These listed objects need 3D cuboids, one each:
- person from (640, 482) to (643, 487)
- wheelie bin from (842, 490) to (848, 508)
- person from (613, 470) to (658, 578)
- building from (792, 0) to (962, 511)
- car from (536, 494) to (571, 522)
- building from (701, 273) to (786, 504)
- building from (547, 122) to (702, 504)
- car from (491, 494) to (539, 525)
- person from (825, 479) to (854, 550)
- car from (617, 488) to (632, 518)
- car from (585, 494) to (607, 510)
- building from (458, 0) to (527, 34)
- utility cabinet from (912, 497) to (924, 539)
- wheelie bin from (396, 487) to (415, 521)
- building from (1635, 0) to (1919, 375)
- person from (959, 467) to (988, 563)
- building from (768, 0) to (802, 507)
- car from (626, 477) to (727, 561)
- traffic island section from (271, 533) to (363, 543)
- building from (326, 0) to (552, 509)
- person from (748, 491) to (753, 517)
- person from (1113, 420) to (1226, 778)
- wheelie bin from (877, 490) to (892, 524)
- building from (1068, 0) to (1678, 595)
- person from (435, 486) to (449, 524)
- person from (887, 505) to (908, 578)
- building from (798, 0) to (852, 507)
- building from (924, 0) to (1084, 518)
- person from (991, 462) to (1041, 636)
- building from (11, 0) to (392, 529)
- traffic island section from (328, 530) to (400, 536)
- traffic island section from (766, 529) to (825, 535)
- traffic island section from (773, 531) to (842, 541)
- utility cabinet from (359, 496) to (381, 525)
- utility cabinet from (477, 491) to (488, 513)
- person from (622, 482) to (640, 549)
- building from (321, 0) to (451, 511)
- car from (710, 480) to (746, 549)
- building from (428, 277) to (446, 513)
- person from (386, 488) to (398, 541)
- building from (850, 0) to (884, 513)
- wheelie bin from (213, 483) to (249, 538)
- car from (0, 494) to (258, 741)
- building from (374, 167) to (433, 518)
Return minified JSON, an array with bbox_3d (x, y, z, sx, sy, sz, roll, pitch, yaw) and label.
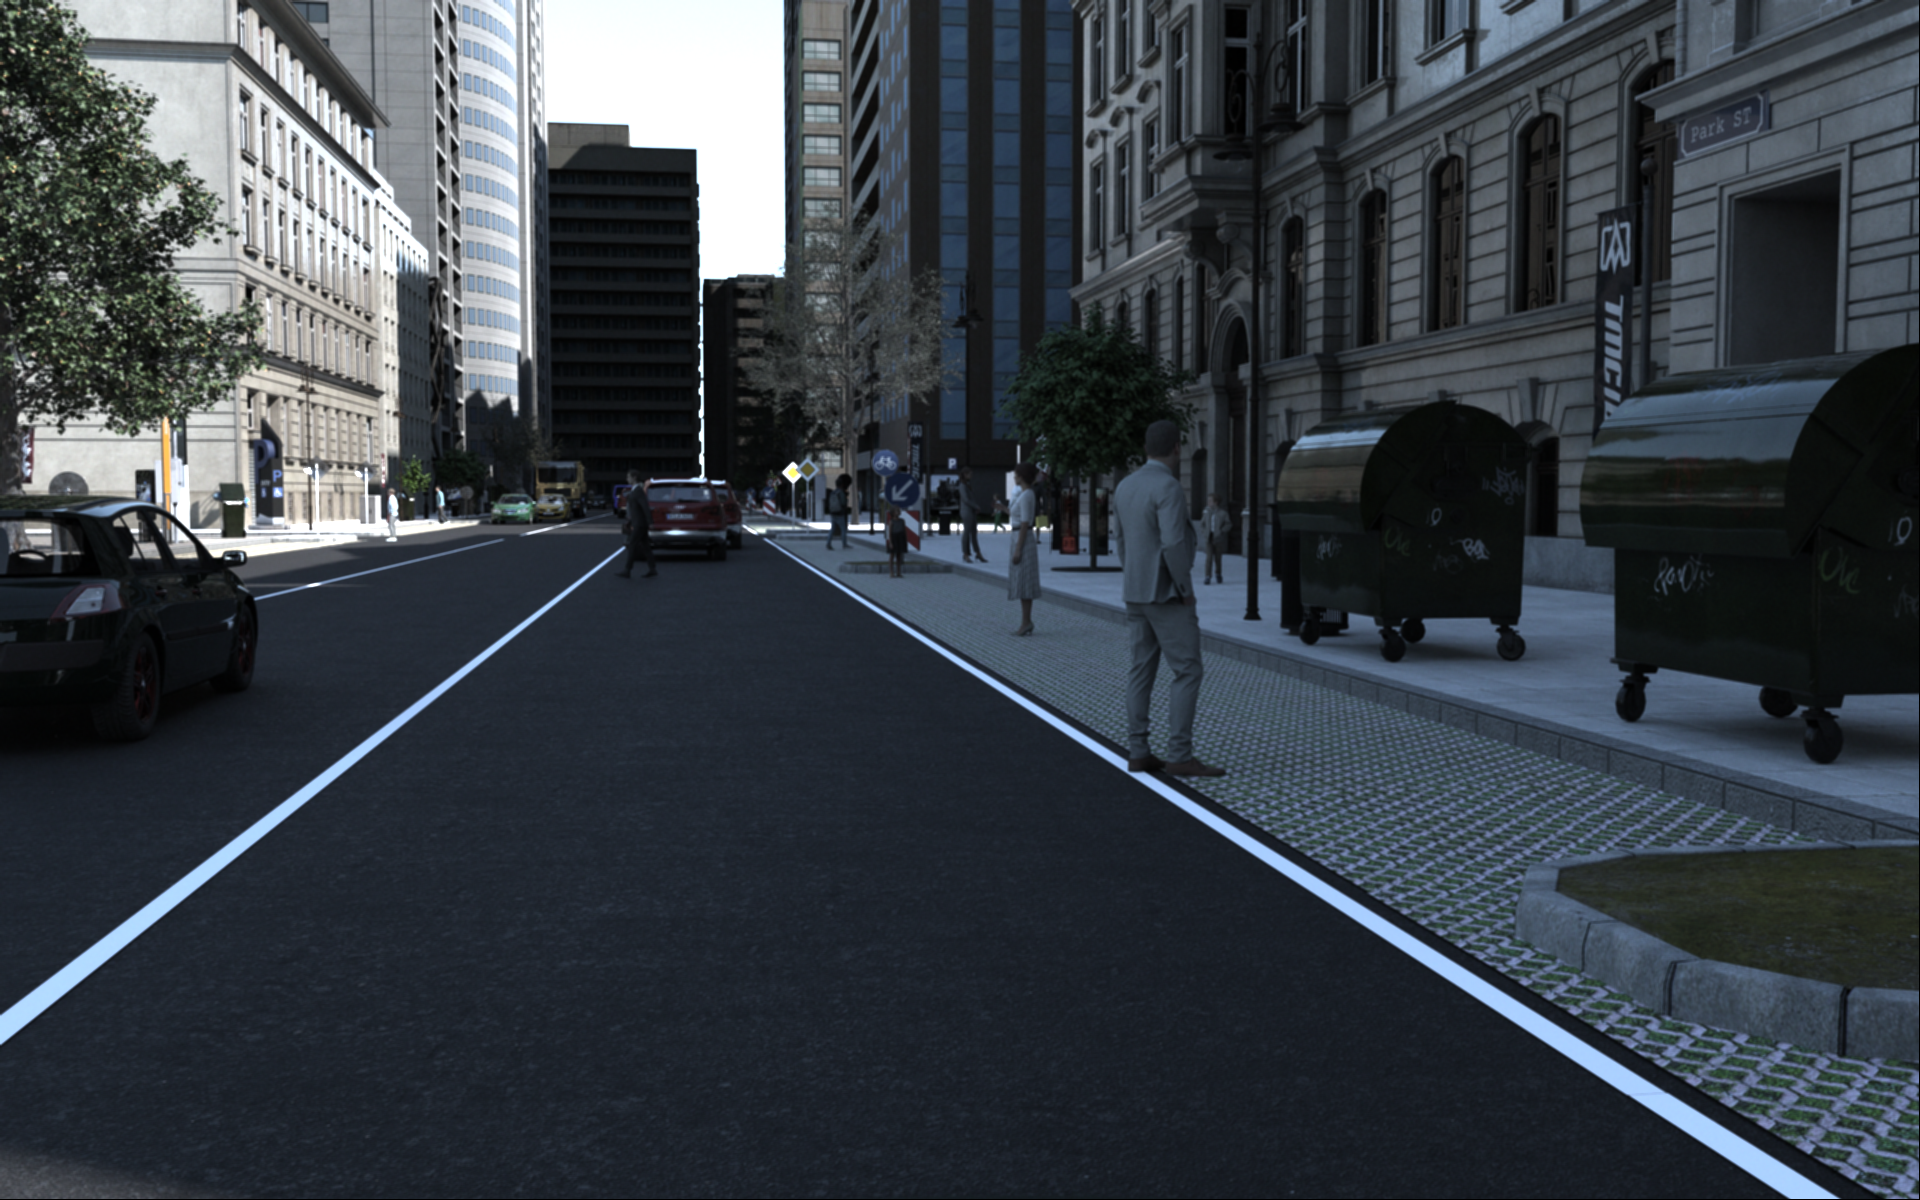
[{"bbox_3d":[-10.090,-2.800,54.468,0.537,1.800,0.526,-1,4,-11],"label":"person"},{"bbox_3d":[-7.116,-5.874,103.955,0.693,1.594,0.980,-2,4,-31],"label":"wheelie bin"},{"bbox_3d":[-5.561,-1.307,29.651,0.755,1.850,0.659,0,4,-6],"label":"person"},{"bbox_3d":[-8.297,-31.348,162.643,14.600,45.320,14.200,-1,4,-9],"label":"building"},{"bbox_3d":[-20.986,-4.821,89.040,2.015,1.641,3.980,-1,4,-8],"label":"car"},{"bbox_3d":[-27.181,-28.035,230.069,14.107,30.474,14.160,-1,4,-9],"label":"building"},{"bbox_3d":[-45.320,-37.067,229.741,21.600,48.544,21.300,-1,4,-9],"label":"building"},{"bbox_3d":[-21.292,-4.351,82.941,2.131,1.459,4.920,0,4,-8],"label":"car"},{"bbox_3d":[-3.102,-2.168,43.928,0.713,1.824,0.794,-2,4,-25],"label":"person"},{"bbox_3d":[-19.508,-5.841,104.167,2.281,1.827,5.304,-1,4,-9],"label":"car"},{"bbox_3d":[-33.431,-9.140,159.218,2.009,1.686,4.222,-1,4,-10],"label":"car"},{"bbox_3d":[-53.263,-38.159,165.891,21.231,58.520,28.212,-1,4,-9],"label":"building"},{"bbox_3d":[-1.195,-2.346,49.519,0.306,1.237,1.020,0,4,0],"label":"utility cabinet"},{"bbox_3d":[-25.986,-4.477,81.106,0.693,1.594,0.980,0,4,5],"label":"wheelie bin"},{"bbox_3d":[13.677,-10.521,8.183,11.583,22.565,21.152,-1,4,-9],"label":"building"},{"bbox_3d":[0.257,-1.597,32.433,0.573,1.790,0.520,0,4,-4],"label":"person"},{"bbox_3d":[-11.676,-46.573,199.726,20.563,71.187,20.611,-1,4,-9],"label":"building"},{"bbox_3d":[-6.345,-1.849,38.910,2.281,1.827,5.304,-1,4,-10],"label":"car"},{"bbox_3d":[-19.413,-1.834,52.273,2.009,0.180,2.903,-1,4,-9],"label":"traffic island section"},{"bbox_3d":[-57.105,-46.168,193.097,20.611,71.187,20.563,-1,4,-9],"label":"building"},{"bbox_3d":[-12.883,-5.887,106.561,0.330,1.601,0.589,1,4,8],"label":"person"},{"bbox_3d":[1.020,-0.016,8.866,0.391,1.810,0.635,-2,4,-34],"label":"person"},{"bbox_3d":[-3.218,-4.097,74.896,0.693,1.594,0.980,-1,4,-12],"label":"wheelie bin"},{"bbox_3d":[11.242,-13.264,35.958,14.460,24.649,34.723,-1,4,-9],"label":"building"},{"bbox_3d":[-24.255,-4.436,81.043,0.620,1.820,0.660,-2,4,-33],"label":"person"},{"bbox_3d":[-1.059,-1.003,29.575,0.362,1.253,0.373,-2,4,-27],"label":"person"},{"bbox_3d":[-6.738,-28.392,147.811,14.154,41.232,14.086,-1,4,-9],"label":"building"},{"bbox_3d":[3.310,-27.003,91.604,14.600,45.320,14.200,-1,4,-9],"label":"building"},{"bbox_3d":[0.557,-0.512,17.449,0.524,1.755,0.480,0,4,6],"label":"person"},{"bbox_3d":[-35.611,-14.829,75.739,16.112,22.955,30.059,-1,4,-9],"label":"building"},{"bbox_3d":[-20.629,-2.317,60.165,2.009,0.180,2.903,-1,4,-9],"label":"traffic island section"},{"bbox_3d":[-5.959,-2.454,62.412,2.009,0.180,2.903,-1,4,-9],"label":"traffic island section"},{"bbox_3d":[-4.743,-1.972,54.519,2.009,0.180,2.903,-1,4,-9],"label":"traffic island section"},{"bbox_3d":[-24.911,-3.790,73.121,1.020,1.237,0.306,2,4,31],"label":"utility cabinet"},{"bbox_3d":[-32.487,-6.656,117.500,0.318,1.500,1.173,1,4,21],"label":"utility cabinet"},{"bbox_3d":[-8.469,-2.248,45.349,0.767,1.812,0.694,2,4,33],"label":"person"},{"bbox_3d":[-49.706,-42.997,141.245,20.563,71.187,20.611,-1,4,-9],"label":"building"},{"bbox_3d":[-6.900,-2.323,46.651,2.281,1.827,5.304,0,4,-7],"label":"car"},{"bbox_3d":[-43.347,-15.168,115.456,16.820,18.784,16.811,-1,4,-9],"label":"building"},{"bbox_3d":[-17.385,-2.612,53.016,0.330,1.601,0.589,0,4,3],"label":"person"},{"bbox_3d":[4.128,-30.219,117.786,21.300,48.544,21.600,-1,4,-9],"label":"building"},{"bbox_3d":[-21.390,-2.624,50.803,0.980,1.594,0.693,-2,4,-34],"label":"wheelie bin"},{"bbox_3d":[-5.830,-0.092,11.295,2.009,1.686,4.222,-1,4,-10],"label":"car"},{"bbox_3d":[-37.050,-14.962,99.373,10.420,20.320,16.860,-1,4,-9],"label":"building"}]
